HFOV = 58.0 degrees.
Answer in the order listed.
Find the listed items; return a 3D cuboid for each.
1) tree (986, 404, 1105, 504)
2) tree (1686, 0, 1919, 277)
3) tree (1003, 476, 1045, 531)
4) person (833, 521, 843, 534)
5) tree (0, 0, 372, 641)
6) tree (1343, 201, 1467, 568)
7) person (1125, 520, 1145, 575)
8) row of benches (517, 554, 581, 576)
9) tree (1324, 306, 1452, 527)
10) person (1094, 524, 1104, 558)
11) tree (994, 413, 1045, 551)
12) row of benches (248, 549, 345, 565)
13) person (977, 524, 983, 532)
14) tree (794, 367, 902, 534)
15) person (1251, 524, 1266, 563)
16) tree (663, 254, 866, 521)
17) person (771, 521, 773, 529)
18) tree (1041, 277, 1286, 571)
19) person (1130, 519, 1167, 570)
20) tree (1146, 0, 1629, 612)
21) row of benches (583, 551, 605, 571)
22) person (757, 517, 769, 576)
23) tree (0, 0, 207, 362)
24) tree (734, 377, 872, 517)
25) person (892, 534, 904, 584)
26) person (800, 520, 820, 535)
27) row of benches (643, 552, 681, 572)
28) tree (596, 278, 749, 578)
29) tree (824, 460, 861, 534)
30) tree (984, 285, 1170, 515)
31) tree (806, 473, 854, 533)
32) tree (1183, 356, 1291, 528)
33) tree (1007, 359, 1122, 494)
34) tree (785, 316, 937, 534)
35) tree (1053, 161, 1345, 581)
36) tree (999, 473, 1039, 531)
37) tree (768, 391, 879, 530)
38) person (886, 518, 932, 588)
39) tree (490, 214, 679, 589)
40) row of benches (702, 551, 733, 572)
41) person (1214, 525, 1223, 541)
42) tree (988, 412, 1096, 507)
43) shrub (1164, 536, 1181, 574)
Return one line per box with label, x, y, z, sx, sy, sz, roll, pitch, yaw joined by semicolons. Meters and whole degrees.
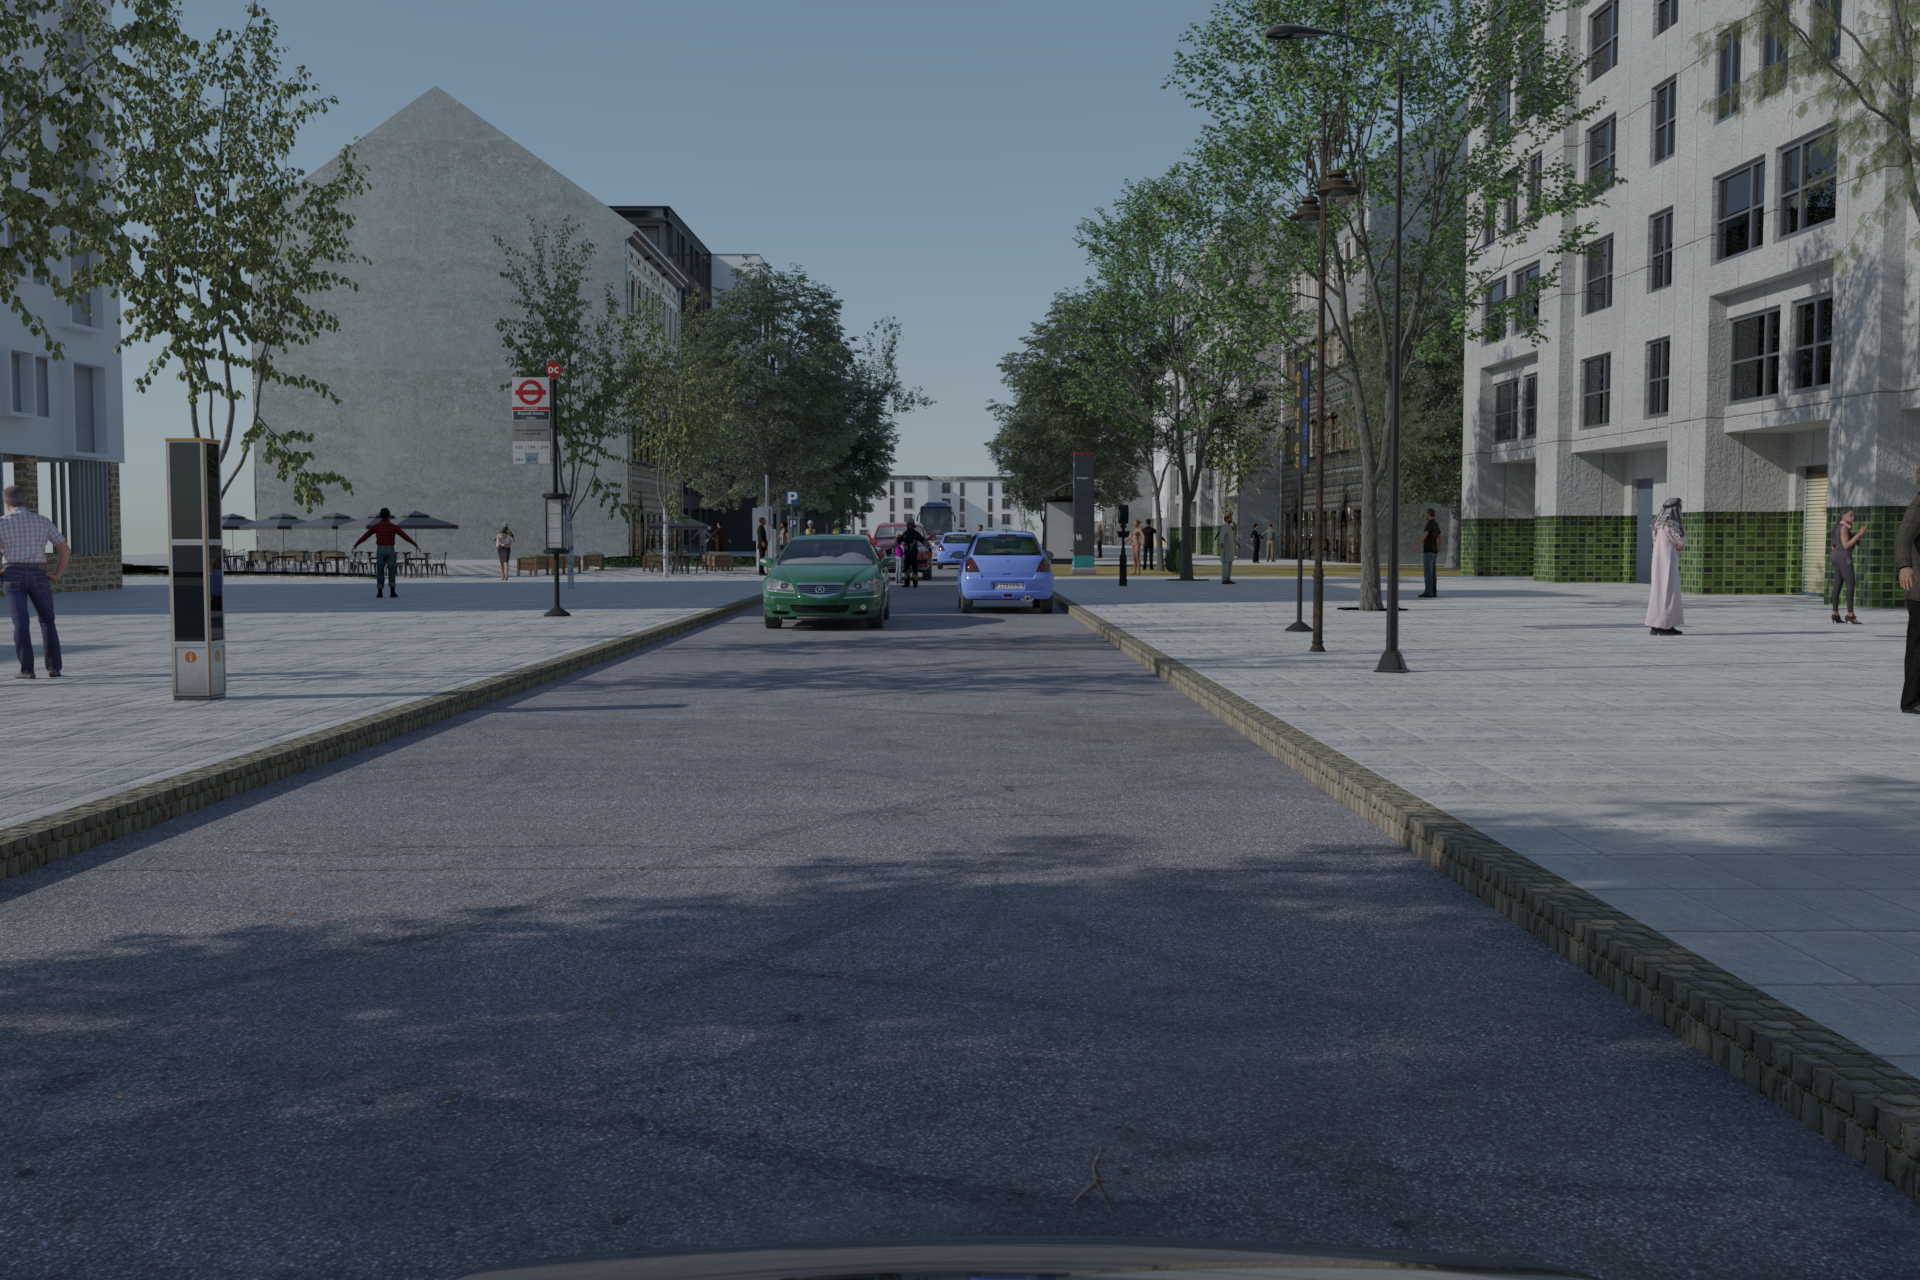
tree;6.151;-10.774;110.568;8.767;10.594;7.601;-2;4;-25
tree;6.651;-3.721;11.209;4.360;8.622;3.978;0;3;0
tree;5.485;-12.267;150.920;4.360;8.622;3.978;0;3;0
person;-5.060;-3.974;70.945;0.705;1.833;1.349;-2;4;-32
tree;-8.780;-4.270;20.171;4.737;8.622;4.395;0;3;0
tree;18.749;-9.712;65.440;9.857;13.997;8.962;0;3;0
person;5.444;-2.890;54.054;0.721;1.733;1.217;-2;4;-25
row of benches;-13.074;-2.441;55.370;1.422;0.672;4.104;0;4;8
tree;13.367;-6.462;56.014;4.360;8.622;3.978;0;3;0
person;7.362;-5.232;91.665;0.705;1.813;1.348;2;4;24
tree;6.484;-12.813;135.240;9.928;11.665;9.643;0;3;0
row of benches;-27.384;-3.439;71.692;4.104;0.672;1.422;0;4;7
person;0.784;-3.674;68.669;0.704;1.812;1.346;-1;4;-17
tree;-9.110;-13.789;132.110;9.857;13.997;8.962;0;3;0
person;13.036;-4.223;75.767;0.721;1.740;1.216;3;5;39
tree;-8.906;-10.635;80.532;9.857;13.997;8.962;0;3;0
person;-7.793;-3.986;71.034;0.705;1.847;1.347;0;4;6
tree;6.975;-7.669;59.803;8.767;10.594;7.601;0;4;4
person;6.737;-3.425;61.929;1.347;1.837;0.705;1;4;10
tree;6.976;-6.306;28.862;9.928;11.665;9.643;0;3;0
row of benches;-13.011;-2.821;61.588;1.422;0.672;4.104;-1;4;-10
person;-6.092;-2.899;53.617;0.704;1.802;1.346;0;4;-2
tree;-8.659;-3.923;14.501;4.737;8.622;4.395;0;3;0
tree;-8.984;-9.914;96.502;8.767;10.594;7.601;0;4;3
person;-1.696;-2.342;50.015;0.599;1.433;0.991;-2;4;-33
person;-5.284;-3.351;61.250;1.216;1.772;0.721;0;4;-2
row of benches;-10.405;-2.762;60.624;1.422;0.672;4.104;0;4;2
tree;-8.433;-6.146;50.851;4.737;8.622;4.395;0;3;0
tree;-9.158;-10.126;115.926;4.360;8.622;3.978;0;3;0
tree;5.943;-11.002;86.536;9.857;13.997;8.962;0;3;0
tree;-9.199;-10.597;123.630;4.737;8.622;4.395;0;3;0
tree;10.546;-7.153;67.317;4.737;8.622;4.395;0;3;0
tree;6.433;-10.715;100.948;9.928;11.665;9.643;0;3;0
tree;-7.837;-17.943;149.259;12.611;20.169;13.585;0;3;0
tree;6.362;-7.440;47.392;9.928;11.665;9.643;0;3;0
tree;5.730;-12.685;157.768;4.360;8.622;3.978;0;3;0
tree;-8.818;-10.535;106.663;8.767;10.594;7.601;1;4;14
person;-1.329;-2.338;46.460;1.354;1.856;0.705;1;4;23
tree;-8.953;-5.489;40.107;4.737;8.622;4.395;0;3;0
row of benches;-8.534;-2.776;60.856;1.422;0.672;4.104;-1;4;-14
person;13.550;-5.042;88.621;1.347;1.806;0.705;3;4;38
tree;6.482;-11.478;122.074;8.767;10.594;7.601;-1;4;-21
shrub;7.017;-2.738;55.878;1.383;1.207;1.383;0;3;0
